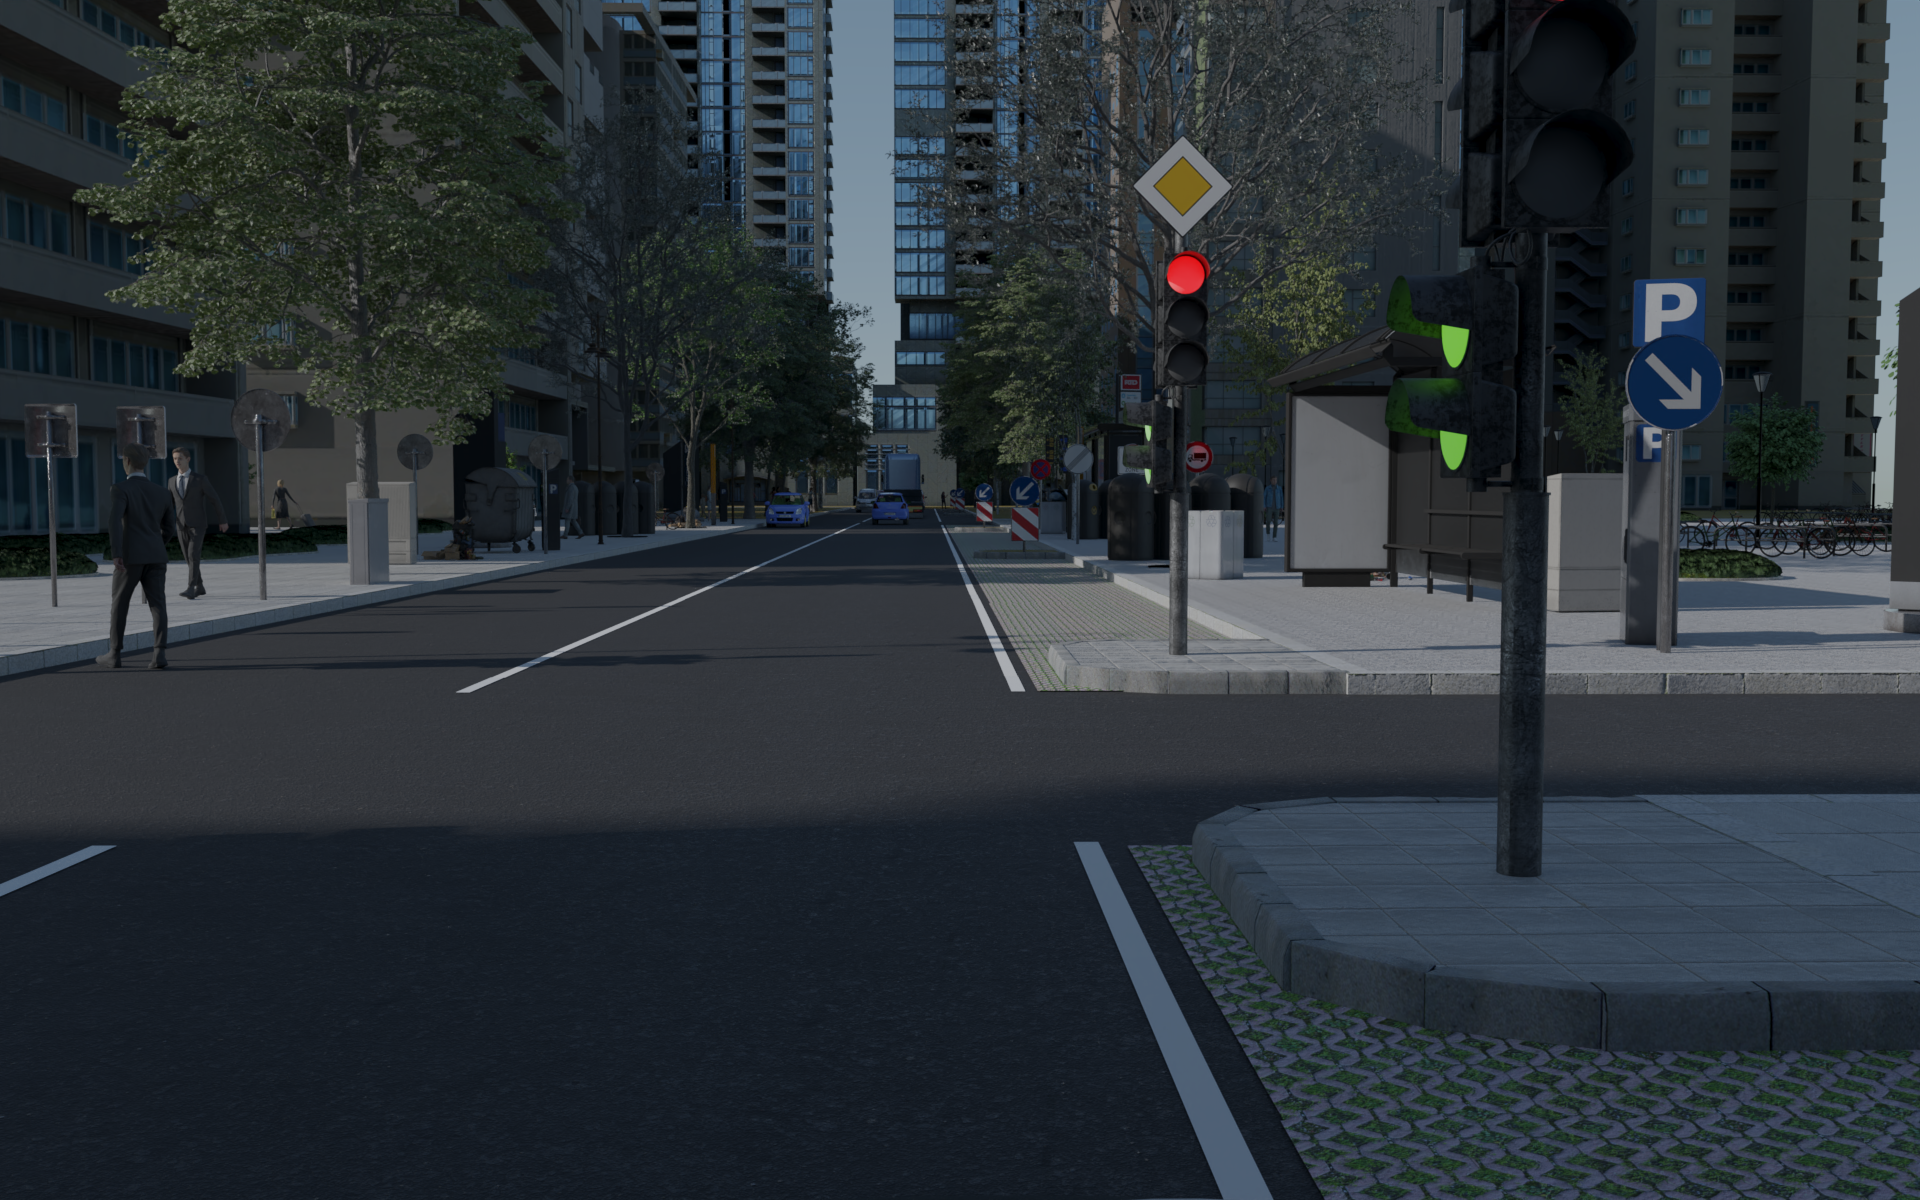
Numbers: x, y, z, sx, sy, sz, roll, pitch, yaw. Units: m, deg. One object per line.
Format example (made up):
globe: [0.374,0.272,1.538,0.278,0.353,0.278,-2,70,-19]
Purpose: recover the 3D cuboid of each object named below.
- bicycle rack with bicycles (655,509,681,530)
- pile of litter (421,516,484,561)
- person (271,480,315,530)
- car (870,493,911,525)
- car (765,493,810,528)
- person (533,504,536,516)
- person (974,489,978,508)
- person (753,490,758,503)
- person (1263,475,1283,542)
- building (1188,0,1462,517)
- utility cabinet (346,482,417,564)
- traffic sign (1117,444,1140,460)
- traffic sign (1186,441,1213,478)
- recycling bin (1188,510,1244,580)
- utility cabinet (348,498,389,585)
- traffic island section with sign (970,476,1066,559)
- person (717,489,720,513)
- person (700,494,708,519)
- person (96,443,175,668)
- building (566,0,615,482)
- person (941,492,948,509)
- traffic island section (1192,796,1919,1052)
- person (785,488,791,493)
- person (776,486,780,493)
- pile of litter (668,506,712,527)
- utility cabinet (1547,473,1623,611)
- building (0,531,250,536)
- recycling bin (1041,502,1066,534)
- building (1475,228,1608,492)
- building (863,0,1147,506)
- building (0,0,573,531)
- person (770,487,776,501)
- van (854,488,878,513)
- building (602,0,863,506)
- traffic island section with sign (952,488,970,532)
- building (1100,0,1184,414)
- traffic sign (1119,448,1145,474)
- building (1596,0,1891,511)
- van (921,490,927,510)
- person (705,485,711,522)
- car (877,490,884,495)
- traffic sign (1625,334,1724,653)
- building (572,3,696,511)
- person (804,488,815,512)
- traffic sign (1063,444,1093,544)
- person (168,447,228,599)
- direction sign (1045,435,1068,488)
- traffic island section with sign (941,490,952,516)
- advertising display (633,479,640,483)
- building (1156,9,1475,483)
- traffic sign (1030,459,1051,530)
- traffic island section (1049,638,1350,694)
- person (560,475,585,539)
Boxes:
bicycle rack with bicycles: [-11.597,-2.932,61.324,2.925,0.926,2.852,0,4,7]
pile of litter: [-9.979,-1.226,34.008,1.176,0.858,1.719,-1,4,-18]
person: [-24.106,-3.438,62.476,1.509,1.804,0.699,1,4,9]
car: [-3.283,-4.427,81.973,1.945,1.707,3.694,0,4,-1]
car: [-7.465,-4.009,75.133,1.945,1.707,3.694,0,4,-1]
person: [-15.233,-3.336,60.945,0.694,1.780,0.624,0,4,-4]
person: [1.620,-9.332,159.159,0.750,1.759,0.617,2,4,32]
person: [-16.310,-7.962,136.946,0.721,1.743,1.217,-3,4,-36]
person: [8.446,-2.470,46.768,0.601,1.785,0.444,0,4,1]
building: [20.358,-25.544,101.244,14.154,41.232,14.086,0,4,-1]
utility cabinet: [-10.521,-1.396,31.504,1.173,1.500,0.318,0,4,5]
traffic sign: [4.378,-2.682,43.959,0.768,2.556,0.104,1,4,9]
traffic sign: [5.697,-2.542,41.670,0.768,2.556,0.104,0,4,8]
recycling bin: [3.828,-0.839,26.268,0.722,1.027,0.722,3,4,38]
utility cabinet: [-8.504,-0.841,24.913,0.306,1.237,1.020,0,4,-3]
traffic island section with sign: [1.302,-1.846,38.804,1.989,1.847,2.006,0,4,-1]
person: [-15.822,-6.642,114.652,0.705,1.822,1.348,-2,4,-35]
person: [-13.135,-4.784,88.526,0.640,1.303,0.475,1,4,14]
person: [-6.801,-0.364,14.233,0.755,1.850,0.659,2,4,35]
building: [-36.480,-31.372,102.169,28.713,52.752,27.495,0,4,-1]
person: [-1.304,-8.248,144.830,0.593,1.643,0.415,0,4,0]
traffic island section: [1.915,1.004,5.868,2.009,0.180,2.903,0,4,-1]
person: [-14.228,-8.385,143.281,1.348,1.807,0.705,-1,4,-19]
person: [-12.723,-7.069,121.632,0.705,1.822,1.348,-2,4,-26]
pile of litter: [-10.623,-3.291,67.780,1.719,0.858,1.176,1,4,18]
utility cabinet: [6.995,-0.624,18.877,1.173,1.500,0.318,-1,4,-10]
building: [-32.592,-25.575,41.859,21.300,48.544,21.600,0,4,-1]
recycling bin: [3.011,-2.650,55.882,0.722,1.027,0.722,1,4,13]
building: [45.388,-30.410,147.310,14.200,45.320,14.600,0,4,-1]
building: [4.411,-53.859,193.264,31.000,86.520,22.319,0,4,-1]
building: [-30.054,-27.639,75.602,21.300,48.544,21.600,0,4,-1]
person: [-11.499,-6.167,107.553,1.217,1.739,0.721,2,4,34]
van: [-7.186,-7.808,134.666,2.013,2.044,4.112,0,4,0]
building: [-27.172,-53.794,192.207,31.000,86.520,22.319,0,4,-1]
traffic island section with sign: [0.798,-3.520,66.184,1.989,1.847,2.006,0,4,-1]
building: [19.546,-30.377,146.768,14.600,45.320,14.200,0,4,-1]
traffic sign: [3.705,-2.157,37.394,0.606,2.300,0.079,0,4,1]
building: [63.365,-31.778,143.269,21.600,48.544,21.300,0,4,-1]
van: [-4.045,-9.334,159.623,2.013,2.044,4.112,0,4,-1]
person: [-11.310,-4.365,78.408,0.522,1.701,0.512,-1,4,-10]
car: [-7.832,-9.374,161.933,2.281,1.827,5.304,0,4,-3]
traffic sign: [5.702,-0.845,13.918,0.768,2.556,0.104,0,4,3]
building: [-34.082,-27.278,137.874,23.993,40.220,32.217,0,4,-1]
person: [-10.664,-7.098,122.889,1.217,1.735,0.721,3,5,43]
traffic sign: [3.010,-2.698,44.213,0.768,2.556,0.104,0,4,1]
person: [-9.466,-0.943,21.246,0.659,1.850,0.755,0,4,8]
direction sign: [3.693,-4.540,66.220,0.876,3.537,0.379,-1,4,-10]
traffic island section with sign: [-0.123,-6.562,115.918,1.989,1.847,2.006,0,4,-1]
advertising display: [-13.478,-4.093,72.137,0.123,1.923,0.974,0,3,0]
building: [23.817,-49.538,122.623,22.319,86.520,31.000,0,4,-1]
traffic sign: [2.920,-3.824,62.621,0.768,2.556,0.104,0,4,8]
traffic island section: [1.767,0.516,13.851,2.009,0.180,2.903,0,4,-1]
person: [-11.085,-2.638,49.281,0.767,1.812,0.694,0,4,-2]
